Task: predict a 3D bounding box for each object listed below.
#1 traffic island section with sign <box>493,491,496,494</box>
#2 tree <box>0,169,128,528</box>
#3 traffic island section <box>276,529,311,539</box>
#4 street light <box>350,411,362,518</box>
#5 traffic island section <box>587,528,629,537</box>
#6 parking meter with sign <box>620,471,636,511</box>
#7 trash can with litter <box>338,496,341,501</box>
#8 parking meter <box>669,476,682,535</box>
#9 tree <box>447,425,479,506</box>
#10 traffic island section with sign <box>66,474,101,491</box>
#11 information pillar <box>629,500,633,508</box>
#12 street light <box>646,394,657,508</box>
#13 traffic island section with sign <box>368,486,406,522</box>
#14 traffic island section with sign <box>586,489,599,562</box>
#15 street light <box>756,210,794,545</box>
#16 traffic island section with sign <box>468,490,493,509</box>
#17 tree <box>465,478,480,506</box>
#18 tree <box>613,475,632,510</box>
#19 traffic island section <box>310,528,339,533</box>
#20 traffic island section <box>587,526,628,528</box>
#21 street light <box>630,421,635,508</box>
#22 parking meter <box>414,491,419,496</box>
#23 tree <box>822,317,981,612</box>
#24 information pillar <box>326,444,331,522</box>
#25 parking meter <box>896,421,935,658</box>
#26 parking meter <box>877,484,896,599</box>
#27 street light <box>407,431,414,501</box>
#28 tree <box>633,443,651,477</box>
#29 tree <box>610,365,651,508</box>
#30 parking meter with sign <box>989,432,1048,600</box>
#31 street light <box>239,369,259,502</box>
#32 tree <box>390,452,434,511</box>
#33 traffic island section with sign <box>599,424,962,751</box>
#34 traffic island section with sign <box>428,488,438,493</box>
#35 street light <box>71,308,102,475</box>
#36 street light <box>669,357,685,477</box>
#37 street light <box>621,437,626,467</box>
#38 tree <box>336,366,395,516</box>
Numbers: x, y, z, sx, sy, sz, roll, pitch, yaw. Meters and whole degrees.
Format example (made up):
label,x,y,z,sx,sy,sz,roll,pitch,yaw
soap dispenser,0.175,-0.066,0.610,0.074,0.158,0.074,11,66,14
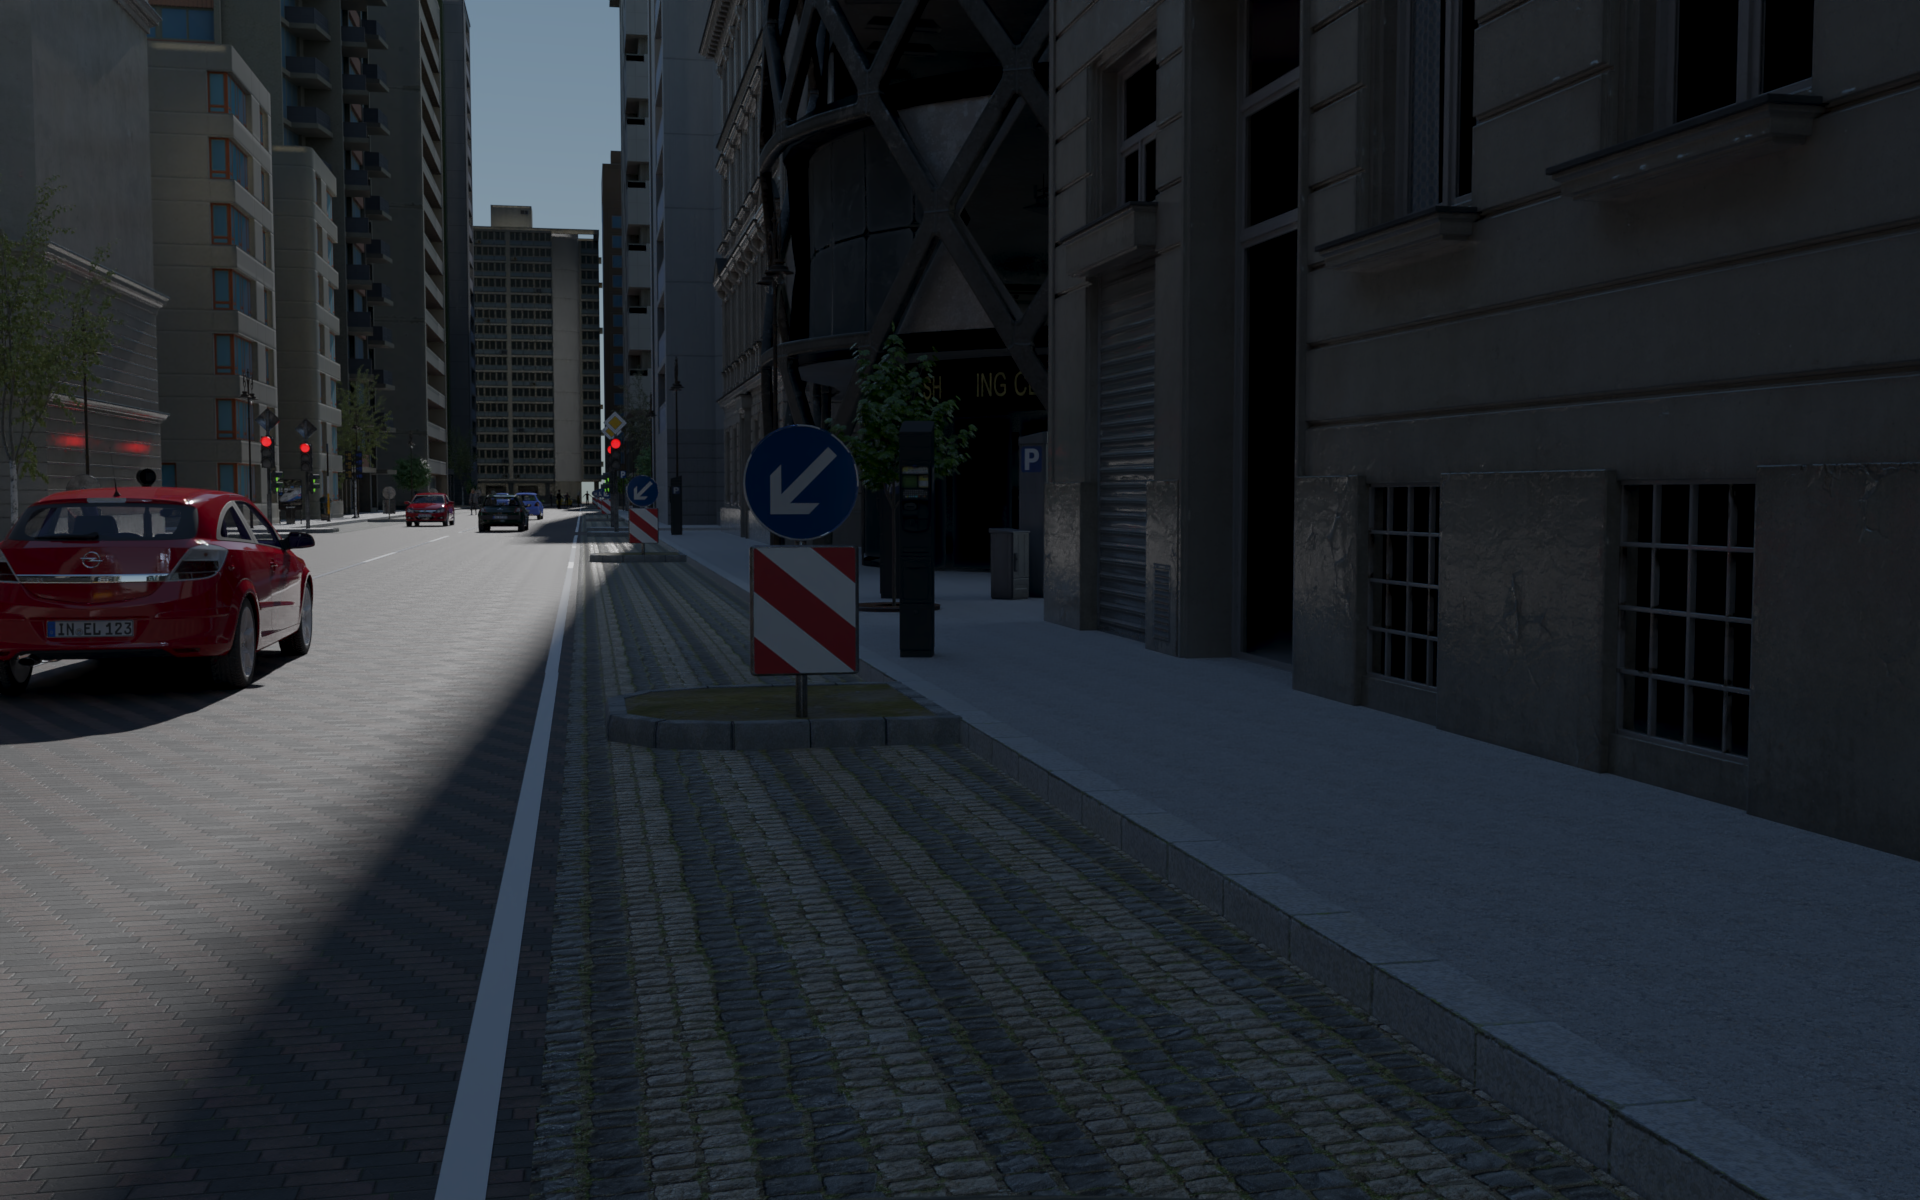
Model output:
label,x,y,z,sx,sy,sz,roll,pitch,yaw
traffic island section with sign,-51.547,-11.180,191.417,1.989,1.847,2.006,-1,4,-12
tree,-21.261,-5.436,39.233,4.737,8.622,4.395,0,3,0
traffic island section,-22.546,-2.096,56.548,2.009,0.180,2.903,-1,4,-12
street light,-32.850,-7.436,94.370,0.468,5.910,1.993,-1,4,-12
traffic island section,-11.657,-2.240,58.902,2.009,0.180,2.903,-1,4,-12
parking meter with sign,-24.959,-8.243,131.031,0.543,3.016,1.738,2,4,25
trash can with litter,-34.886,-5.183,96.128,1.055,1.170,0.624,-2,4,-26
parking meter,-8.914,-2.972,54.310,0.399,1.863,0.255,-1,4,-10
tree,-53.093,-14.316,184.425,4.737,8.622,4.395,0,3,0
traffic island section with sign,-17.351,-1.560,34.137,1.989,1.847,2.006,-1,4,-12
information pillar,-23.225,-7.203,122.268,0.304,2.012,0.304,0,4,-6
street light,-14.009,-6.477,78.682,0.468,5.910,1.993,-1,4,-12
traffic island section with sign,-29.223,-4.900,88.741,1.989,1.847,2.006,-1,4,-12
traffic island section with sign,-6.893,-1.732,36.944,1.989,1.847,2.006,-1,4,-12
street light,-3.037,-3.407,28.500,0.468,5.910,1.993,-1,4,-12
traffic island section with sign,-45.704,-9.536,164.542,1.989,1.847,2.006,-1,4,-12
tree,-53.542,-11.908,189.295,1.663,3.219,1.824,0,3,0
tree,-28.447,-9.274,146.237,1.663,3.219,1.824,0,3,0
traffic island section,-24.243,-2.573,64.352,2.009,0.180,2.903,-1,4,-12
traffic island section,-13.354,-2.717,66.706,2.009,0.180,2.903,-1,4,-12
street light,-20.503,-8.308,108.626,0.468,5.910,1.993,-1,4,-12
parking meter,-43.113,-7.890,137.405,0.372,1.533,0.369,0,3,0
tree,-0.830,-1.498,19.100,1.663,3.219,1.824,0,3,0
information pillar,-29.220,-5.427,80.078,0.183,3.616,0.504,-1,4,-21
parking meter,-0.339,-0.487,13.679,0.255,1.863,0.399,0,4,3
parking meter,-0.800,-0.952,21.284,0.399,1.863,0.255,1,4,15
street light,-39.324,-9.259,124.165,0.468,5.910,1.993,-1,4,-12
tree,-16.239,-6.819,95.197,4.285,4.588,4.351,0,3,0
tree,-17.866,-9.133,99.689,4.360,8.622,3.978,0,3,0
parking meter with sign,1.065,-1.550,21.596,0.543,3.016,1.738,3,5,39
street light,-26.258,-5.581,64.031,0.468,5.910,1.993,-1,4,-12
tree,-42.667,-9.242,134.818,4.285,4.588,4.351,0,3,0
traffic island section with sign,-1.162,-0.120,10.595,1.989,1.847,2.006,-1,4,-12
traffic island section with sign,-34.956,-6.511,115.081,1.989,1.847,2.006,-1,4,-12
street light,-21.740,-4.300,43.098,0.468,5.910,1.993,-1,4,-12
street light,-9.526,-5.230,58.291,0.468,5.910,1.993,-1,4,-12
street light,-26.939,-10.133,138.455,0.468,5.910,1.993,-1,4,-12
tree,-34.607,-9.100,99.153,4.737,8.622,4.395,0,3,0
